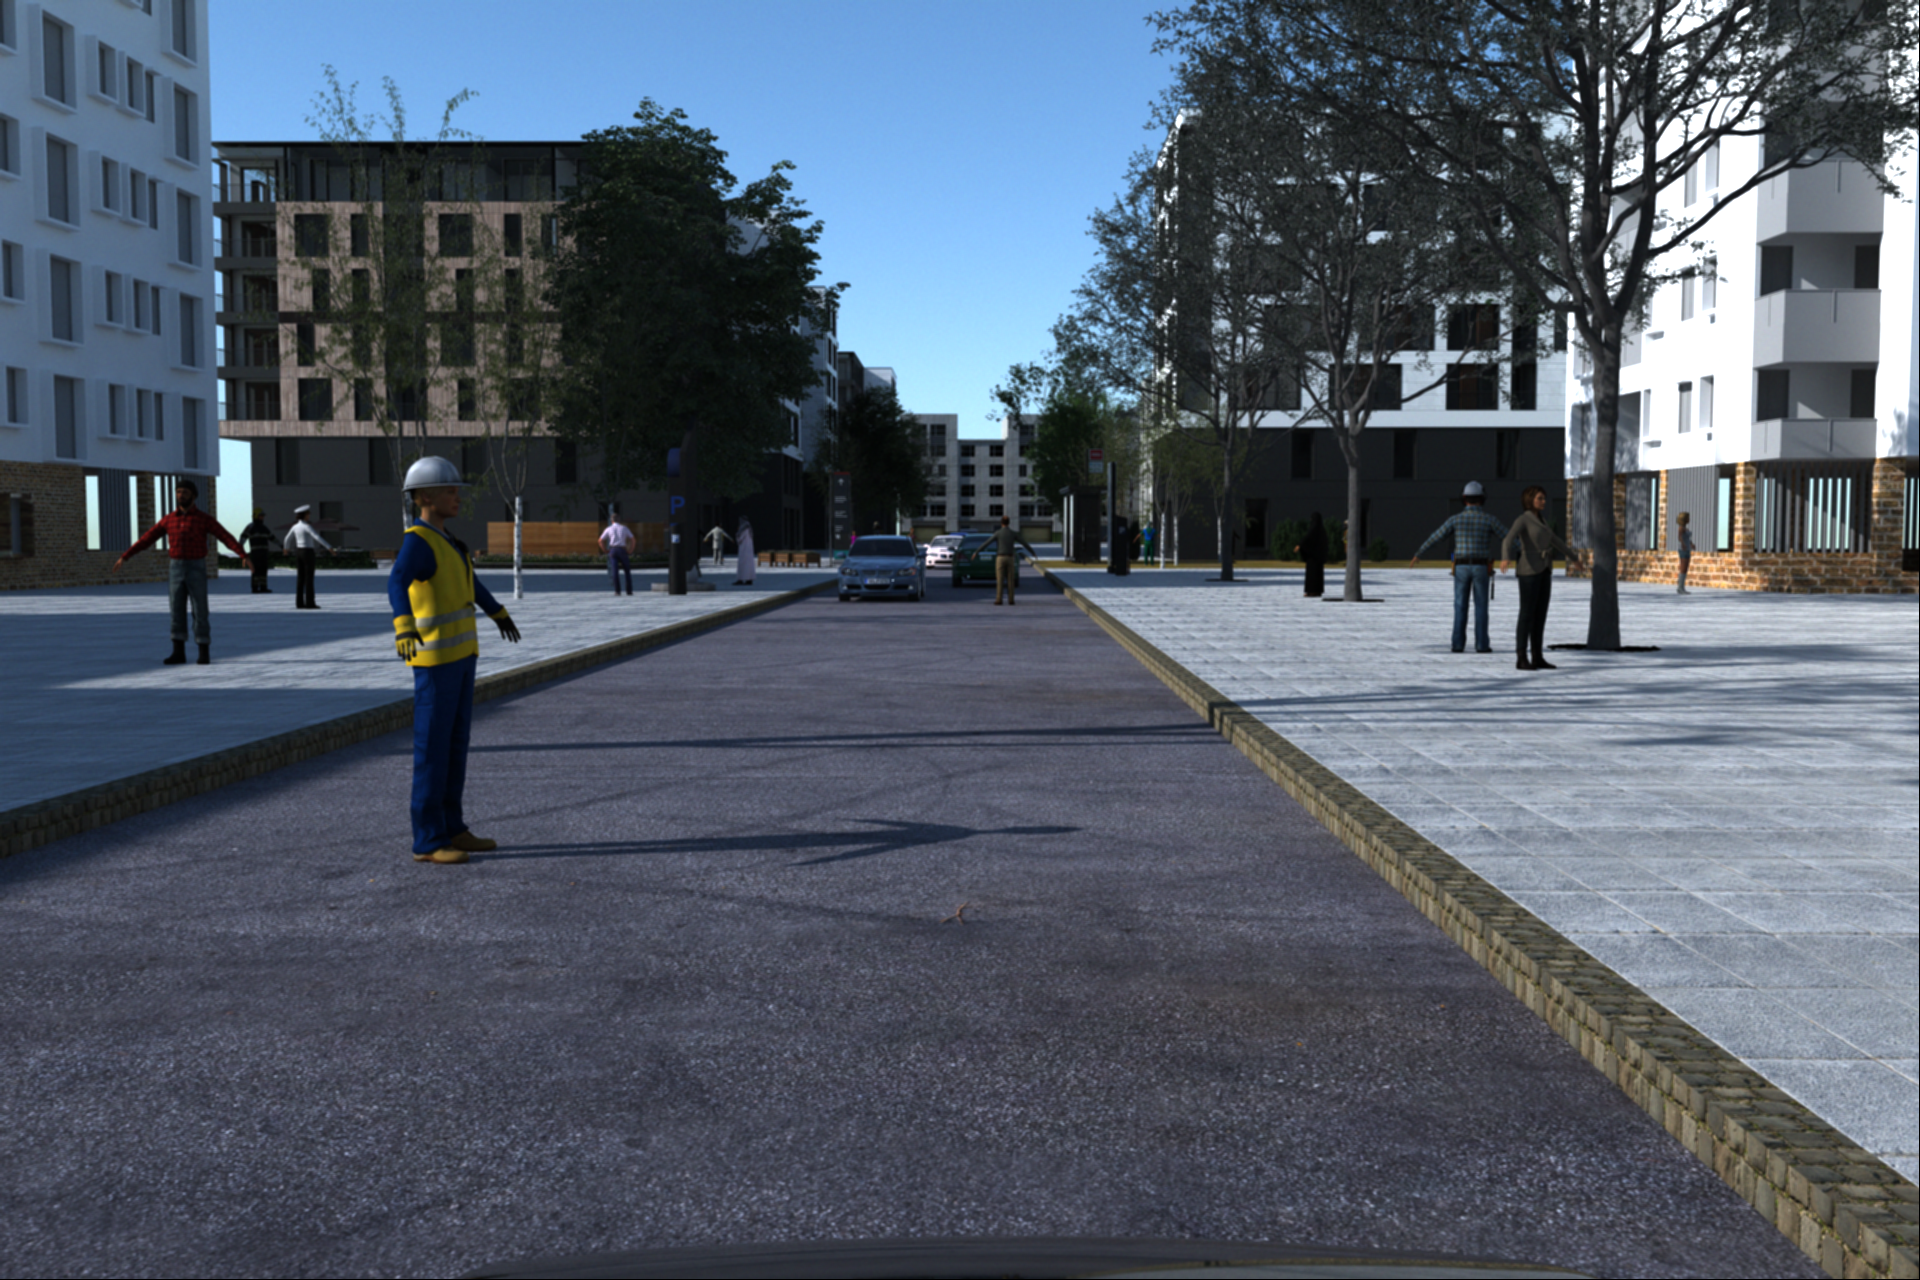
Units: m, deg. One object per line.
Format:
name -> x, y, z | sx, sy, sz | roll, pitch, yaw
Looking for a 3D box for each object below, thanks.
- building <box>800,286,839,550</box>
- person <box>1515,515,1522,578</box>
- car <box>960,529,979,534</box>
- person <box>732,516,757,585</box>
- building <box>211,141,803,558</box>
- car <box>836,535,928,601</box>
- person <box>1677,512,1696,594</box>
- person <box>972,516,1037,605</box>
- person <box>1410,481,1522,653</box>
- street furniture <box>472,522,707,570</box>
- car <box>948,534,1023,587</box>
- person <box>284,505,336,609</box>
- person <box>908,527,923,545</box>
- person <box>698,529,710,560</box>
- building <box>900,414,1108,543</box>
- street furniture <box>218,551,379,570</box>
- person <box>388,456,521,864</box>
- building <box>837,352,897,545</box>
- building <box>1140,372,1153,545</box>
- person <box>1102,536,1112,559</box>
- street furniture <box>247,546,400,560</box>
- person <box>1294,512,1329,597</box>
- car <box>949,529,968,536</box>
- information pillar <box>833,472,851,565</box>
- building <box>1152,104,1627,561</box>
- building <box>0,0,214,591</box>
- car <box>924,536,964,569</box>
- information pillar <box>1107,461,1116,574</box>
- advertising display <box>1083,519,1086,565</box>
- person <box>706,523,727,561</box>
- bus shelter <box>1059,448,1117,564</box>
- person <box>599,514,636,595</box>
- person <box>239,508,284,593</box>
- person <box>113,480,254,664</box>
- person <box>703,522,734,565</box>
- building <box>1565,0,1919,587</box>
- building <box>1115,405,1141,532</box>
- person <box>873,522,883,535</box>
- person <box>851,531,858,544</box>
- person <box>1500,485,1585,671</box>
building -> -25.086, -18.162, 140.924 | 27.936, 21.610, 32.646 | 0, 4, 1
person -> 16.545, -2.756, 50.922 | 0.704, 1.845, 1.351 | -1, 4, -12
car -> 0.712, -8.035, 140.038 | 2.281, 1.827, 5.304 | 0, 4, 1
person -> -5.446, -2.260, 43.659 | 0.621, 1.740, 0.551 | 0, 4, -7
building -> -25.147, -16.072, 106.753 | 27.936, 21.610, 32.646 | 0, 4, 0
car -> -1.695, -1.615, 38.410 | 2.014, 1.417, 4.499 | 0, 4, 1
person -> 15.525, -1.855, 36.933 | 0.721, 1.753, 1.214 | 2, 4, 32
person -> 0.912, -1.608, 35.012 | 1.348, 1.796, 0.705 | 0, 4, -7
person -> 5.549, -0.790, 18.752 | 1.345, 1.849, 0.704 | 1, 4, 23
street furniture -> -14.175, -3.555, 64.975 | 11.010, 1.723, 9.812 | 1, 4, 18
car -> 0.708, -2.217, 48.044 | 2.131, 1.459, 4.920 | 0, 4, 1
person -> -11.204, -1.427, 29.790 | 1.216, 1.778, 0.721 | 2, 4, 28
person -> -2.090, -4.244, 78.646 | 0.721, 1.733, 1.217 | 3, 5, 39
person -> -13.023, -4.854, 85.556 | 1.347, 1.806, 0.705 | -1, 4, -8
building -> 6.693, -24.003, 261.360 | 31.486, 18.905, 16.747 | 0, 4, -2
street furniture -> -25.773, -3.044, 65.395 | 5.734, 0.657, 10.072 | -2, 4, -30
person -> -2.219, 0.077, 7.661 | 0.721, 1.772, 1.216 | 0, 4, 6
building -> -22.308, -22.412, 210.411 | 27.936, 21.610, 32.646 | 0, 4, 0
building -> 29.028, -19.598, 186.892 | 16.747, 18.905, 31.486 | 0, 4, 2
person -> 7.915, -5.083, 89.232 | 1.348, 1.813, 0.705 | -2, 4, -35
street furniture -> -31.080, -4.249, 85.091 | 5.734, 0.657, 10.072 | 2, 4, 25
person -> 7.205, -1.754, 35.471 | 0.721, 1.737, 1.214 | 3, 5, 41
car -> -0.061, -5.532, 100.047 | 1.945, 1.707, 3.694 | 0, 4, 1
information pillar -> -4.946, -5.102, 72.796 | 0.750, 3.857, 0.750 | 0, 4, 3
building -> 24.779, -15.600, 99.030 | 27.936, 21.610, 32.646 | 0, 4, 1
building -> -26.532, -11.014, 36.497 | 16.016, 20.090, 11.380 | 0, 4, 1
car -> -0.441, -3.646, 71.966 | 2.083, 1.381, 4.827 | 0, 4, 1
information pillar -> 4.982, -4.008, 56.846 | 0.184, 3.620, 1.656 | 0, 4, 1
advertising display -> 5.226, -4.128, 72.702 | 0.123, 1.923, 0.974 | 0, 4, 2
person -> -11.558, -4.723, 83.195 | 1.349, 1.833, 0.705 | -1, 4, -18
bus shelter -> 5.706, -6.197, 78.957 | 2.179, 5.291, 8.768 | 0, 4, -1
person -> -7.170, -1.794, 36.310 | 0.756, 1.711, 0.436 | 0, 4, -4
person -> -15.234, -1.953, 37.695 | 0.704, 1.858, 1.351 | 1, 4, 22
person -> -7.624, -0.671, 17.081 | 1.345, 1.816, 0.704 | 0, 4, -3
person -> -10.159, -4.073, 72.778 | 1.347, 1.806, 0.705 | 1, 4, 10
building -> 23.100, -11.807, 49.457 | 16.016, 20.090, 11.380 | 0, 4, 1
building -> 30.574, -24.413, 230.088 | 19.493, 23.208, 18.063 | 0, 4, 1
person -> -3.969, -4.672, 82.168 | 0.705, 1.856, 1.354 | -2, 4, -23
person -> -5.270, -4.698, 86.081 | 0.991, 1.433, 0.599 | 1, 4, 15
person -> 5.489, -0.588, 16.370 | 1.215, 1.744, 0.721 | -3, 4, -36
